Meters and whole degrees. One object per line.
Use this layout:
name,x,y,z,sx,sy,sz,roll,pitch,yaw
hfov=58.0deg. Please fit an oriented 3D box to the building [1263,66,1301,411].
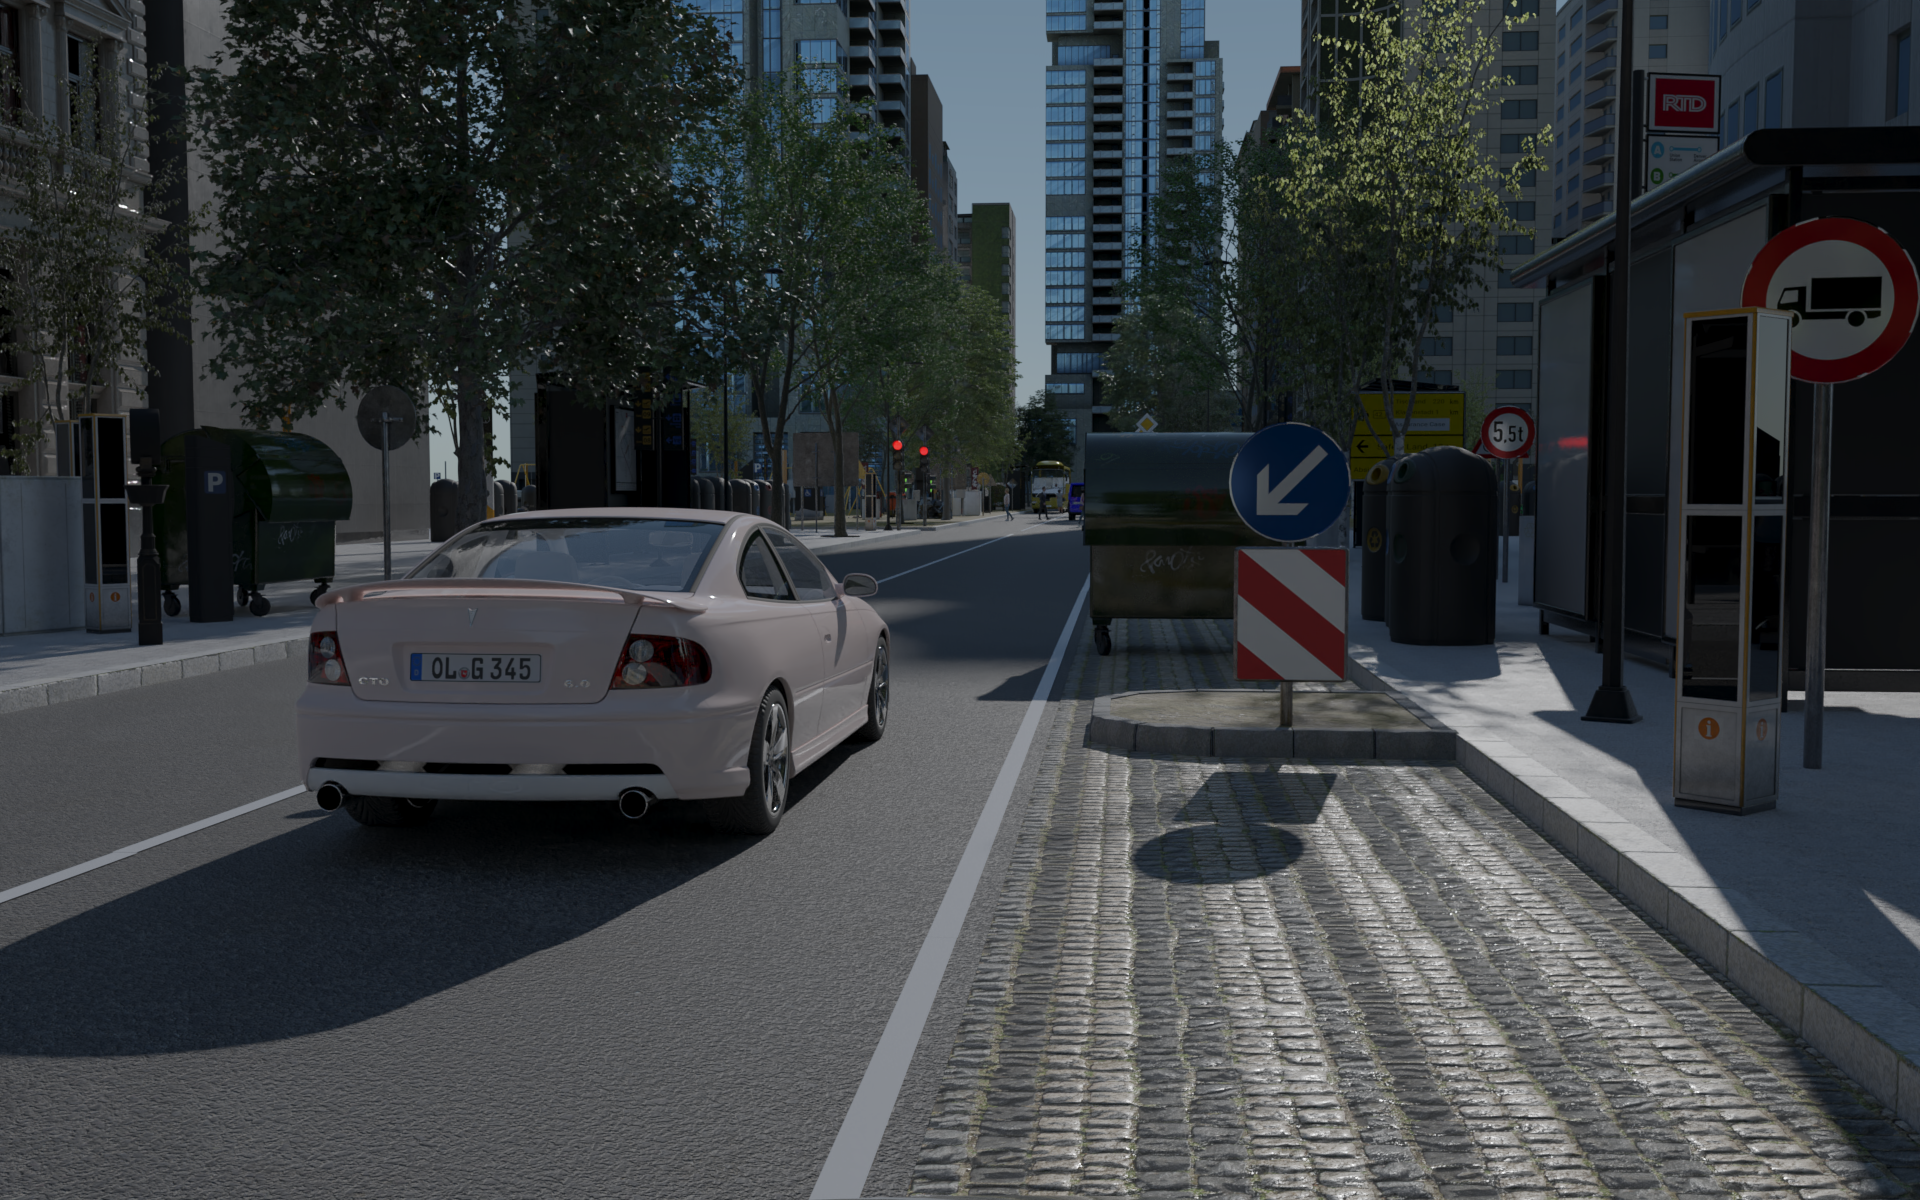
building,42.452,-31.865,175.610,22.147,44.769,28.867,0,4,5

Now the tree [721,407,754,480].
tree,-18.333,-11.517,138.670,4.360,8.622,3.978,0,3,0

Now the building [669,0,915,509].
building,-15.177,-51.775,159.190,22.319,86.520,31.000,0,4,5

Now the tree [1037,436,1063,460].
tree,10.228,-15.270,200.020,4.360,8.622,3.978,0,3,0

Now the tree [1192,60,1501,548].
tree,6.524,-4.860,29.827,4.737,8.622,4.395,0,3,0

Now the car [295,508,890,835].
car,-1.531,0.221,8.743,2.083,1.381,4.827,0,4,7

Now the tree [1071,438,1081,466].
tree,10.304,-16.663,206.859,8.767,10.594,7.601,0,4,6

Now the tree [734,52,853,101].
tree,-4.600,-7.122,42.198,9.928,11.665,9.643,0,3,0

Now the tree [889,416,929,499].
tree,-3.959,-11.622,140.388,4.737,8.622,4.395,0,3,0

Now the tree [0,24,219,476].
tree,-14.184,-4.741,27.883,4.360,8.622,3.978,0,3,0

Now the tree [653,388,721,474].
tree,-17.202,-9.582,107.033,4.360,8.622,3.978,0,3,0

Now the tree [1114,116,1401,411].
tree,8.134,-7.463,47.777,9.928,11.665,9.643,0,3,0

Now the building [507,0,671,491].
building,-39.312,-46.694,201.692,20.611,71.187,20.563,0,4,5

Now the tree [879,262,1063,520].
tree,-0.477,-10.218,85.189,7.486,12.596,7.792,0,3,0

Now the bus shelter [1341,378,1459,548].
bus shelter,9.532,-2.854,37.952,1.731,3.624,6.357,0,4,6

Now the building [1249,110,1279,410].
building,40.523,-33.490,197.669,14.600,45.320,14.200,0,4,5

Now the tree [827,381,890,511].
tree,-6.274,-9.836,111.186,4.360,8.622,3.978,0,3,0

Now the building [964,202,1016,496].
building,0.615,-34.361,245.396,14.086,41.232,14.154,0,4,5

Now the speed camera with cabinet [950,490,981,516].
speed camera with cabinet,0.222,-6.616,102.504,2.038,3.252,0.660,1,4,9

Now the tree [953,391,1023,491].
tree,1.453,-9.960,113.216,4.737,8.622,4.395,0,3,0

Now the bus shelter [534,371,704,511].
bus shelter,-6.573,-2.629,34.274,1.731,3.624,6.357,0,4,6

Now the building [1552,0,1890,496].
building,81.593,-39.629,189.933,28.212,58.520,21.231,0,4,5

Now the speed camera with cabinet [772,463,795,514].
speed camera with cabinet,-11.000,-7.038,109.406,0.660,3.252,2.038,3,5,42

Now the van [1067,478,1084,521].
van,6.989,-5.570,95.448,2.240,2.365,5.245,0,4,6

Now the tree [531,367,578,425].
tree,-21.042,-8.837,94.842,4.360,8.622,3.978,0,3,0

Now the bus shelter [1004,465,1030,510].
bus shelter,4.648,-9.150,140.879,1.731,3.624,6.357,0,4,5

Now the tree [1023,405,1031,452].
tree,3.406,-11.134,132.399,4.737,8.622,4.395,0,3,0

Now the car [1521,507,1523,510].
car,21.879,-3.205,61.192,4.718,1.807,1.959,0,4,7

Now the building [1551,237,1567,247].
building,60.383,-25.994,196.711,14.107,30.474,14.160,0,4,5

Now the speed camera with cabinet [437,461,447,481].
speed camera with cabinet,-30.595,-6.758,104.822,0.660,3.252,2.038,3,5,43

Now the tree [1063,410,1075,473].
tree,8.726,-16.455,187.158,7.486,12.596,7.792,0,3,0

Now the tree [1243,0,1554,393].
tree,5.645,-4.405,22.391,4.360,8.622,3.978,0,3,0

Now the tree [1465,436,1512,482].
tree,16.522,-3.719,55.415,1.663,3.219,1.824,0,3,0

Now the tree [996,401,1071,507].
tree,6.594,-14.663,174.160,7.601,10.594,8.767,1,4,11

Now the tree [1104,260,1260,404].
tree,17.486,-17.194,137.017,12.611,20.169,13.585,0,3,0

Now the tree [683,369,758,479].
tree,-12.754,-8.672,92.145,4.737,8.622,4.395,0,3,0

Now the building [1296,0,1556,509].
building,38.642,-43.554,150.360,20.563,71.187,20.611,0,4,5

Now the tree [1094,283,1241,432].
tree,12.806,-12.087,104.274,9.857,13.997,8.962,0,3,0

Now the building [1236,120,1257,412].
building,53.452,-40.247,247.277,27.495,52.752,28.713,0,4,5

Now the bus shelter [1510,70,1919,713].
bus shelter,5.961,-2.236,14.189,2.179,5.291,8.768,0,4,5

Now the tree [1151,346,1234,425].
tree,11.463,-8.273,85.622,4.360,8.622,3.978,0,3,0

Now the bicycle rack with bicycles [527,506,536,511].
bicycle rack with bicycles,-13.551,-2.465,53.689,2.852,0.926,2.925,0,4,-3

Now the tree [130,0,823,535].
tree,-7.141,-6.614,25.145,9.611,12.733,9.660,0,3,0

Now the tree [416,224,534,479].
tree,-10.305,-5.188,35.184,4.737,8.622,4.395,0,3,0

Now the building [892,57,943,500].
building,-9.409,-32.566,182.561,14.600,45.320,14.200,0,4,5

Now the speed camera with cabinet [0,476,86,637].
speed camera with cabinet,-8.874,-1.294,15.493,0.660,3.252,2.038,1,4,22

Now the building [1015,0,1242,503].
building,24.059,-57.090,246.096,31.000,86.520,22.319,0,4,5

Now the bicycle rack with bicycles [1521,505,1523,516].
bicycle rack with bicycles,18.377,-2.774,58.736,2.852,0.926,2.925,3,5,39
